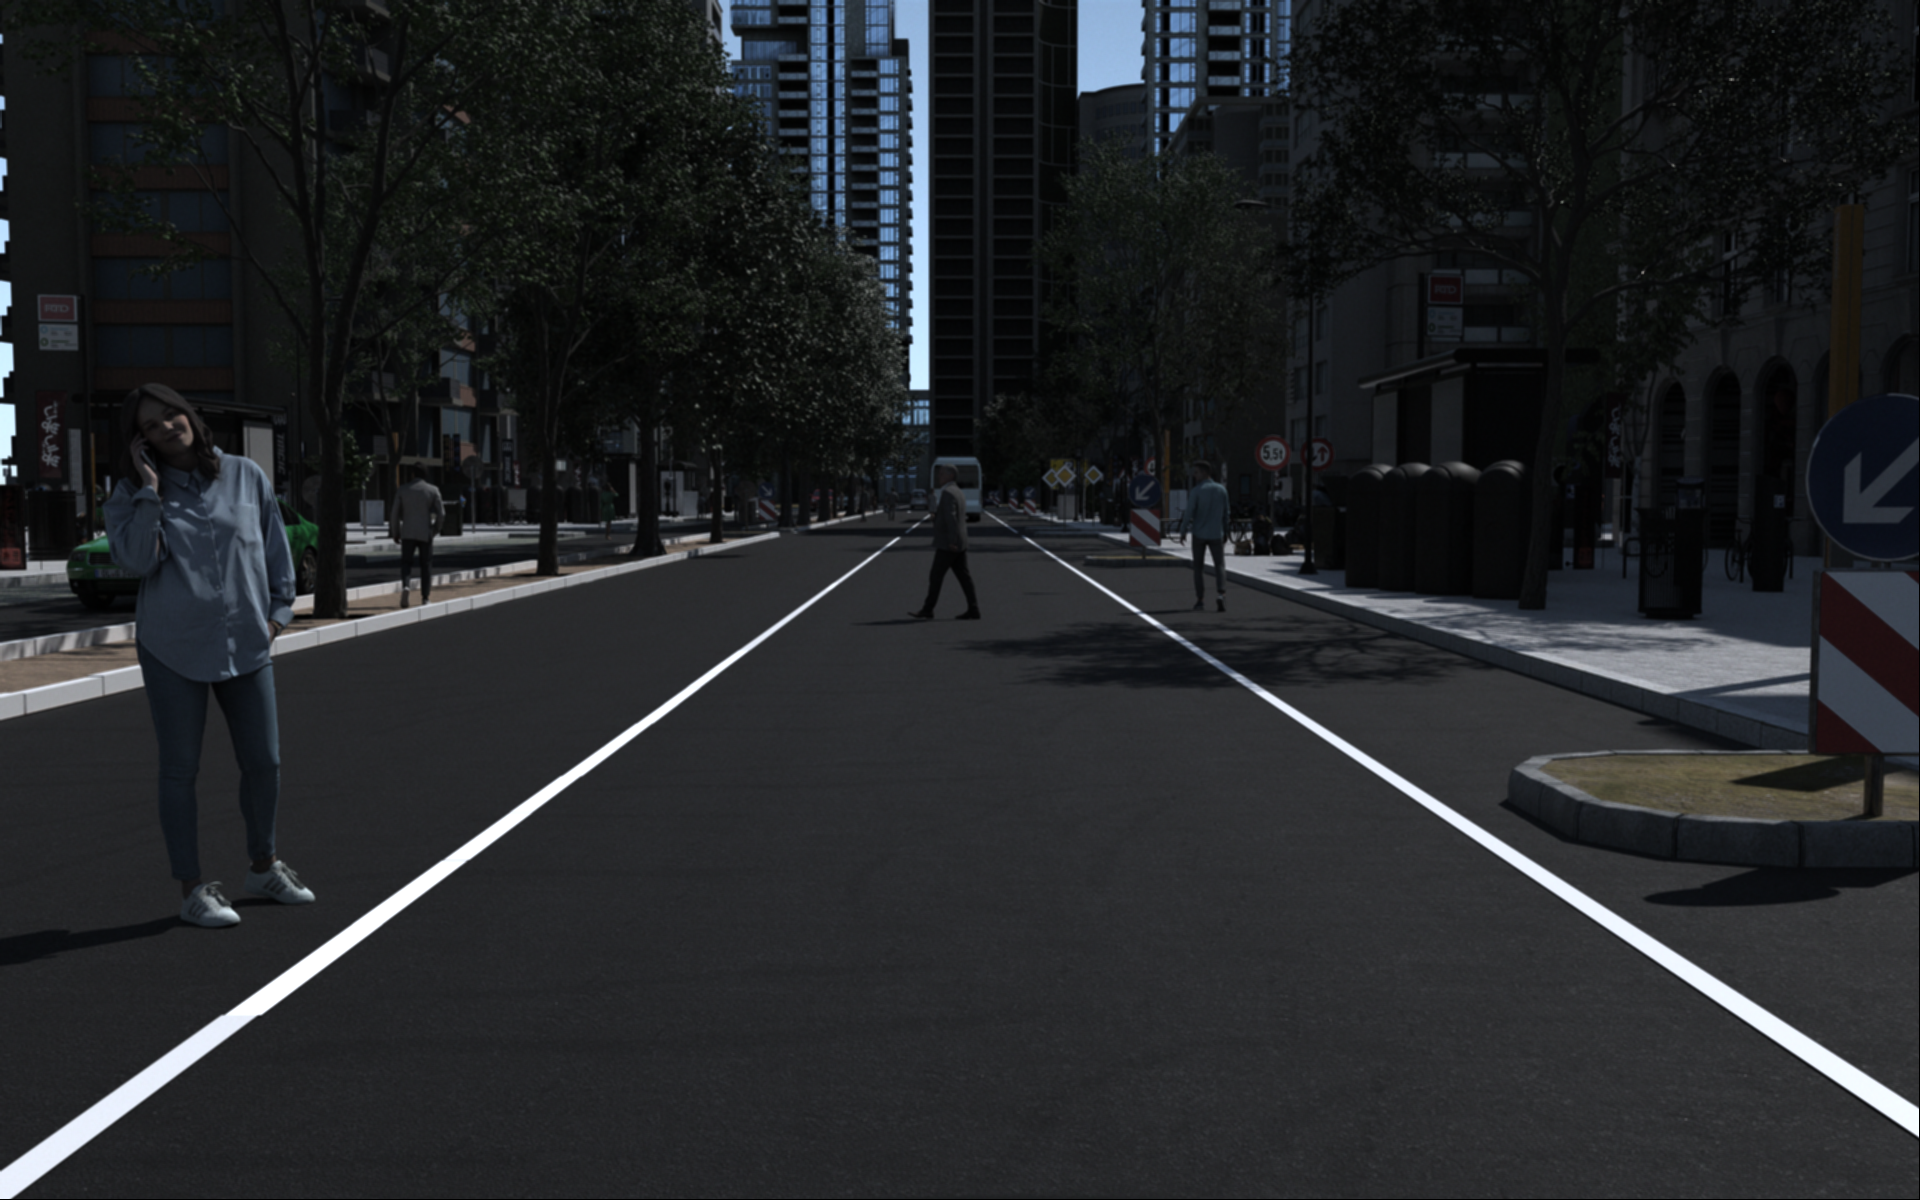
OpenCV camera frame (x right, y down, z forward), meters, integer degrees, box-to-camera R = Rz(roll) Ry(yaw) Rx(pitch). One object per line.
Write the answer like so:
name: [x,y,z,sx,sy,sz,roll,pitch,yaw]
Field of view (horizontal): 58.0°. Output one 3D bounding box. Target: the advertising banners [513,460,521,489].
advertising banners: [-22.613,-5.773,90.577,0.090,3.025,2.074,2,4,30]

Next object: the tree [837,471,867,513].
tree: [-7.338,-10.398,122.826,4.360,8.622,3.978,0,3,0]

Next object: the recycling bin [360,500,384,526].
recycling bin: [-23.656,-3.494,69.687,0.722,1.027,0.722,-3,5,-42]

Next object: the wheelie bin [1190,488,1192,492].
wheelie bin: [11.747,-4.746,85.497,0.980,1.594,0.693,1,4,20]

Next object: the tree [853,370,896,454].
tree: [-6.924,-7.422,49.560,9.928,11.665,9.643,0,3,0]

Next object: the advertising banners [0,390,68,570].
advertising banners: [-16.059,-2.017,29.173,2.074,3.025,0.090,0,4,-4]

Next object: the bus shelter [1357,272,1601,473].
bus shelter: [8.129,-3.151,29.149,2.179,5.291,8.768,0,3,0]

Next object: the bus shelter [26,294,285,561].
bus shelter: [-17.385,-3.660,37.476,2.179,5.291,8.768,0,3,0]

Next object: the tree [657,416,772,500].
tree: [-16.035,-10.821,111.333,7.601,10.594,8.767,1,4,9]

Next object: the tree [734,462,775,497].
tree: [-16.723,-9.632,141.199,4.285,4.588,4.351,0,3,0]

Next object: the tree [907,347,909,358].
tree: [-7.063,-11.018,89.260,9.857,13.997,8.962,0,3,0]

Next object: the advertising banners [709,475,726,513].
advertising banners: [-16.832,-7.429,117.656,2.074,3.025,0.090,0,4,1]

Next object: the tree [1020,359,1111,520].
tree: [5.905,-8.218,84.724,4.360,8.622,3.978,0,3,0]

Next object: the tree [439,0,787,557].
tree: [-7.178,-7.352,39.676,9.611,12.733,9.660,0,3,0]

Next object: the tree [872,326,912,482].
tree: [-6.992,-9.172,69.425,9.611,12.733,9.660,0,3,0]

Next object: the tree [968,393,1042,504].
tree: [6.105,-18.739,213.044,9.857,13.997,8.962,0,3,0]

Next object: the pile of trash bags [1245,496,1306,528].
pile of trash bags: [12.988,-3.466,66.415,3.447,1.369,1.912,0,4,-7]

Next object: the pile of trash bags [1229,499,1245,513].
pile of trash bags: [12.275,-4.307,80.170,1.912,1.369,3.447,-3,4,-36]

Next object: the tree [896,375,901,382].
tree: [-7.168,-10.487,99.680,9.928,11.665,9.643,0,3,0]

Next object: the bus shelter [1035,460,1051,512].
bus shelter: [6.268,-7.926,120.879,1.731,3.624,6.357,0,3,0]

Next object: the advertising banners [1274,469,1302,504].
advertising banners: [19.110,-6.376,100.439,2.074,3.025,0.090,1,4,9]

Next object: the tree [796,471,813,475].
tree: [-16.213,-15.184,182.664,8.767,10.594,7.601,1,4,9]

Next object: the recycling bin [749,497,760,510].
recycling bin: [-16.110,-7.527,135.615,0.722,1.027,0.722,-2,4,-25]

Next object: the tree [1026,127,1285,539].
tree: [5.631,-7.570,49.527,9.928,11.665,9.643,0,3,0]

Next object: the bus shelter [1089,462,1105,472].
bus shelter: [8.405,-7.163,111.041,2.014,3.302,5.546,0,3,0]

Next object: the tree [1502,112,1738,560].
tree: [12.995,-5.086,33.521,4.737,8.622,4.395,0,3,0]

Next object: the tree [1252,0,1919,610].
tree: [6.661,-5.161,18.791,7.601,10.594,8.767,2,4,31]

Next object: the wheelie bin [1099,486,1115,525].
wheelie bin: [6.187,-3.901,71.684,0.980,1.594,0.693,-1,4,-17]

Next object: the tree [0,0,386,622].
tree: [-7.115,-5.577,19.401,9.928,11.665,9.643,0,3,0]

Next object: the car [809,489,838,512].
car: [-10.894,-7.939,138.476,2.281,1.827,5.304,0,4,-2]

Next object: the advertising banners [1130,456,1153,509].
advertising banners: [8.639,-5.079,79.229,2.074,3.025,0.090,-2,4,-26]

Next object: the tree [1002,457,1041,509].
tree: [5.621,-10.275,151.715,4.285,4.588,4.351,0,3,0]

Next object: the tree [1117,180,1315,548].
tree: [6.362,-5.577,41.548,4.360,8.622,3.978,0,3,0]

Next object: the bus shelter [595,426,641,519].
bus shelter: [-17.679,-6.836,89.394,2.179,5.291,8.768,0,3,0]

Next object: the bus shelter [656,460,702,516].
bus shelter: [-16.949,-6.747,104.242,2.014,3.302,5.546,0,3,0]

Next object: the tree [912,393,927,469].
tree: [-6.914,-11.623,109.498,9.611,12.733,9.660,0,3,0]

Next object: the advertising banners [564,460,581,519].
advertising banners: [-20.011,-5.575,87.335,2.074,3.025,0.090,0,4,-8]

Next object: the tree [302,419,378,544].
tree: [-15.820,-3.070,44.793,1.663,3.219,1.824,0,3,0]

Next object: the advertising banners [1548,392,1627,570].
advertising banners: [10.620,-2.035,29.466,2.074,3.025,0.090,-2,4,-29]

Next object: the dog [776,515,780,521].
dog: [-8.975,-4.141,86.996,0.540,0.507,0.406,-3,4,-36]

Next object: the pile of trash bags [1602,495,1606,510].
pile of trash bags: [16.305,-2.341,48.031,3.447,1.369,1.912,-1,4,-15]

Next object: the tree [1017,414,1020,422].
tree: [5.773,-9.278,102.052,4.360,8.622,3.978,0,3,0]

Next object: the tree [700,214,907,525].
tree: [-7.201,-10.410,79.322,9.857,13.997,8.962,0,3,0]

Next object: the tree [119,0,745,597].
tree: [-7.057,-6.203,29.635,9.928,11.665,9.643,0,3,0]

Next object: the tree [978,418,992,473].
tree: [6.461,-12.051,131.446,8.767,10.594,7.601,1,4,20]

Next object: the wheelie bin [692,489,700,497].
wheelie bin: [-16.669,-6.244,109.993,0.980,1.594,0.693,-1,4,-11]

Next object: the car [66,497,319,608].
car: [-10.132,-0.882,23.210,1.959,1.807,4.718,0,4,1]

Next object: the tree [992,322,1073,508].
tree: [6.174,-8.550,74.209,8.767,10.594,7.601,0,4,-4]

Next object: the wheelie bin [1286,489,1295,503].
wheelie bin: [18.877,-5.534,98.391,0.693,1.594,0.980,1,4,11]

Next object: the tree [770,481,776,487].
tree: [-16.996,-9.526,150.349,1.663,3.219,1.824,0,3,0]
